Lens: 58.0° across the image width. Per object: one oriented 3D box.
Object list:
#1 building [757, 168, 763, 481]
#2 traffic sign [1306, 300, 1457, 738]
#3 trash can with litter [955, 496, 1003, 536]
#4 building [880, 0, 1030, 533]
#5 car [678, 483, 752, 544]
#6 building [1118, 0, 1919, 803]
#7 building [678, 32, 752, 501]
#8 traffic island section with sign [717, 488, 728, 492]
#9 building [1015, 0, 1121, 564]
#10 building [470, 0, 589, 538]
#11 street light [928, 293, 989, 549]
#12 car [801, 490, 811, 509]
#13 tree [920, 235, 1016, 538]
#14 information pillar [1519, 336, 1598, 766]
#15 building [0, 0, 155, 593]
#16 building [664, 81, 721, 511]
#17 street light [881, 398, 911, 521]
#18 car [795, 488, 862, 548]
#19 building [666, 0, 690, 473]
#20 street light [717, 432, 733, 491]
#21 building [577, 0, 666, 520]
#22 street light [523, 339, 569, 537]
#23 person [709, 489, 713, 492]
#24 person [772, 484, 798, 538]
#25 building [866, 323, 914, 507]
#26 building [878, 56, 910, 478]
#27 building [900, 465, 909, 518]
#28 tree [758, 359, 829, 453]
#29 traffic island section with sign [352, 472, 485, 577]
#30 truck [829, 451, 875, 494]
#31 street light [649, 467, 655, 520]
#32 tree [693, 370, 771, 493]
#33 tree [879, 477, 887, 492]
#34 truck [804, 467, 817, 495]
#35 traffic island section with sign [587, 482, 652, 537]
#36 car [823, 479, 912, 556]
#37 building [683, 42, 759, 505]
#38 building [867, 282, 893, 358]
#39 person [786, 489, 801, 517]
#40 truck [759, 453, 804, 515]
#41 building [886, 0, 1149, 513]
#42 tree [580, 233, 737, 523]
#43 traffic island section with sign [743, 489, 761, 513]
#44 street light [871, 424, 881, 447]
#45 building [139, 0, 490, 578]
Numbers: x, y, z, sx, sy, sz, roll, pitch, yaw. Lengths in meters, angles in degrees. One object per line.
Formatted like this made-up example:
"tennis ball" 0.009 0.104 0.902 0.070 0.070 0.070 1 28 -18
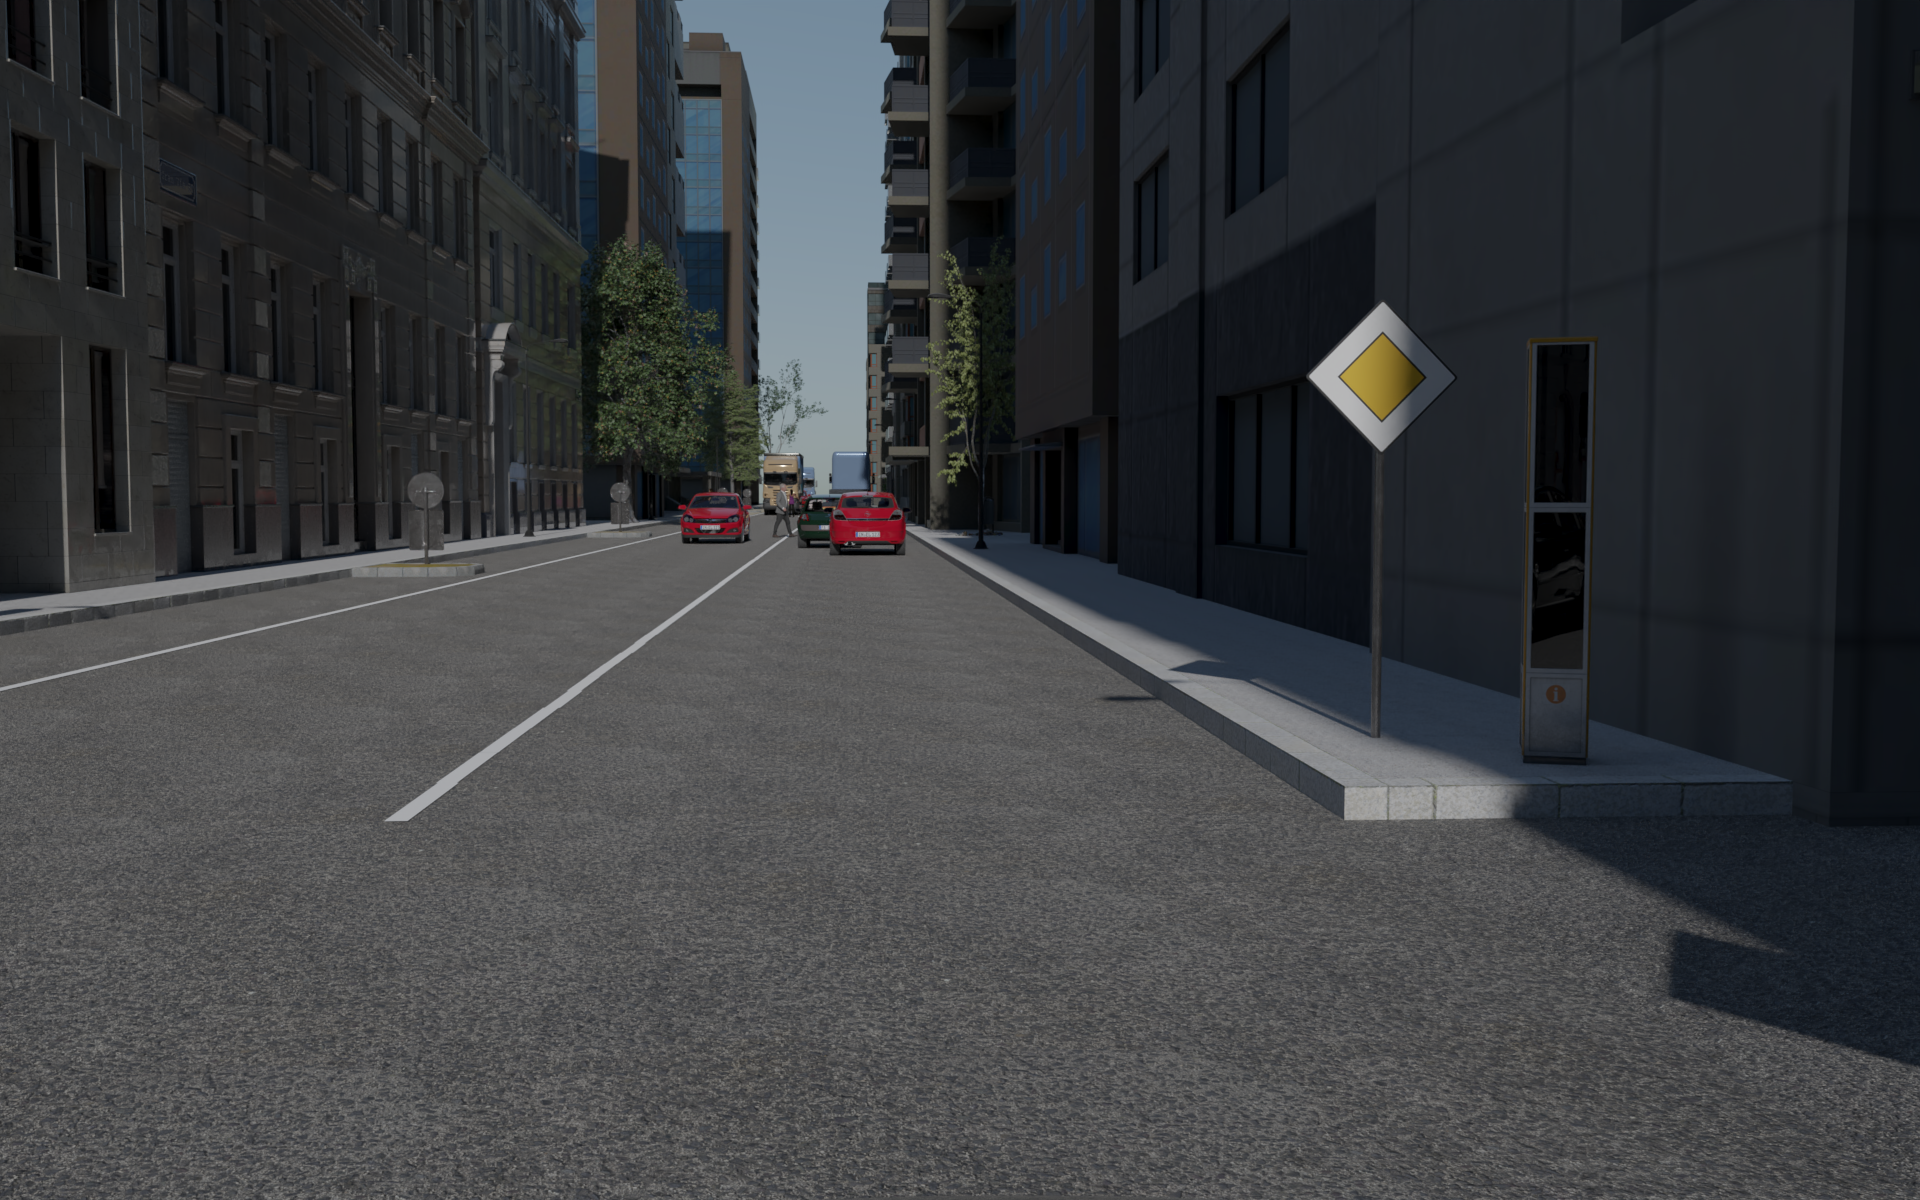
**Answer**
"building" -36.588 -36.535 216.962 23.786 49.044 30.456 0 4 -4
"traffic sign" 2.187 -0.331 9.061 0.795 2.450 0.064 0 4 -4
"trash can with litter" 0.535 -2.607 53.687 1.678 1.210 2.233 3 5 41
"building" 7.986 -25.389 69.738 22.147 44.769 28.867 0 4 -4
"car" -7.238 -2.595 51.467 2.155 1.783 4.494 0 4 -3
"building" 13.350 -35.343 16.112 20.611 71.187 20.563 0 4 -4
"building" -28.175 -31.957 172.602 14.600 45.320 14.200 0 4 -4
"traffic island section with sign" -14.684 -6.049 107.526 1.989 1.847 2.006 0 4 -4
"building" 8.805 -23.698 37.569 14.600 45.320 14.200 0 4 -4
"building" -20.725 -16.717 59.220 13.634 28.700 20.117 0 4 -4
"street light" -0.050 -4.140 40.231 1.470 5.913 1.316 0 4 -4
"car" -13.053 -7.925 138.249 2.281 1.827 5.304 0 4 -5
"tree" 0.697 -6.113 50.316 4.737 8.622 4.395 0 3 0
"information pillar" 2.857 -0.232 8.288 0.304 2.012 0.304 1 4 16
"building" -16.334 -9.855 15.885 10.420 20.320 16.860 0 4 -4
"building" -35.406 -27.128 135.416 32.217 40.220 23.993 0 4 -4
"street light" -2.947 -6.795 83.636 1.470 5.913 1.316 0 4 -4
"car" -3.508 -2.285 47.149 2.009 1.686 4.222 0 4 -3
"building" -31.900 -31.805 109.257 28.713 52.752 27.495 0 4 -4
"street light" -17.601 -9.599 129.479 1.470 5.913 1.316 0 4 -4
"building" -22.794 -26.858 89.231 14.600 45.320 14.200 0 4 -4
"street light" -12.406 -4.854 51.909 1.470 5.913 1.316 0 4 -4
"person" -13.816 -5.278 95.524 0.721 1.735 1.217 0 4 1
"person" -5.775 -2.944 57.039 0.834 1.777 0.661 1 4 9
"building" 2.329 -22.647 215.322 27.650 21.520 28.899 0 4 -4
"building" 3.270 -34.567 184.774 23.786 49.044 30.456 0 4 -4
"building" 12.866 -24.829 97.837 32.217 40.220 23.993 0 4 -4
"tree" -25.096 -23.607 241.864 12.611 20.169 13.585 0 3 0
"traffic island section with sign" -9.614 -1.365 30.952 1.989 1.847 2.006 0 4 -4
"truck" -6.679 -6.959 103.545 2.967 4.110 18.799 0 4 -2
"street light" -14.612 -6.878 84.997 1.470 5.913 1.316 0 4 -4
"tree" -21.179 -14.695 158.392 7.486 12.596 7.792 0 3 0
"tree" -6.740 -10.629 168.388 1.663 3.219 1.824 0 3 0
"truck" -16.084 -11.584 179.154 2.967 4.110 18.799 0 4 -4
"traffic island section with sign" -11.413 -3.033 58.215 1.989 1.847 2.006 0 4 -4
"car" -2.233 -2.006 41.842 2.155 1.783 4.494 0 4 -3
"building" -33.424 -34.640 190.063 21.300 48.544 21.600 0 4 -4
"building" -5.650 -28.429 236.518 14.160 30.474 14.107 0 4 -4
"person" -10.425 -5.983 107.006 1.217 1.739 0.721 -1 4 -19
"truck" -12.244 -8.027 120.150 2.839 4.237 11.283 0 4 -3
"building" 4.051 -43.465 148.903 20.563 71.187 20.611 0 4 -4
"tree" -14.687 -9.739 76.241 9.611 12.733 9.660 0 3 0
"traffic island section with sign" -16.471 -7.701 134.535 1.989 1.847 2.006 0 4 -4
"street light" -4.968 -8.706 114.876 1.470 5.913 1.316 0 4 -4
"building" -18.663 -14.649 36.781 12.463 27.353 25.104 0 4 -4
